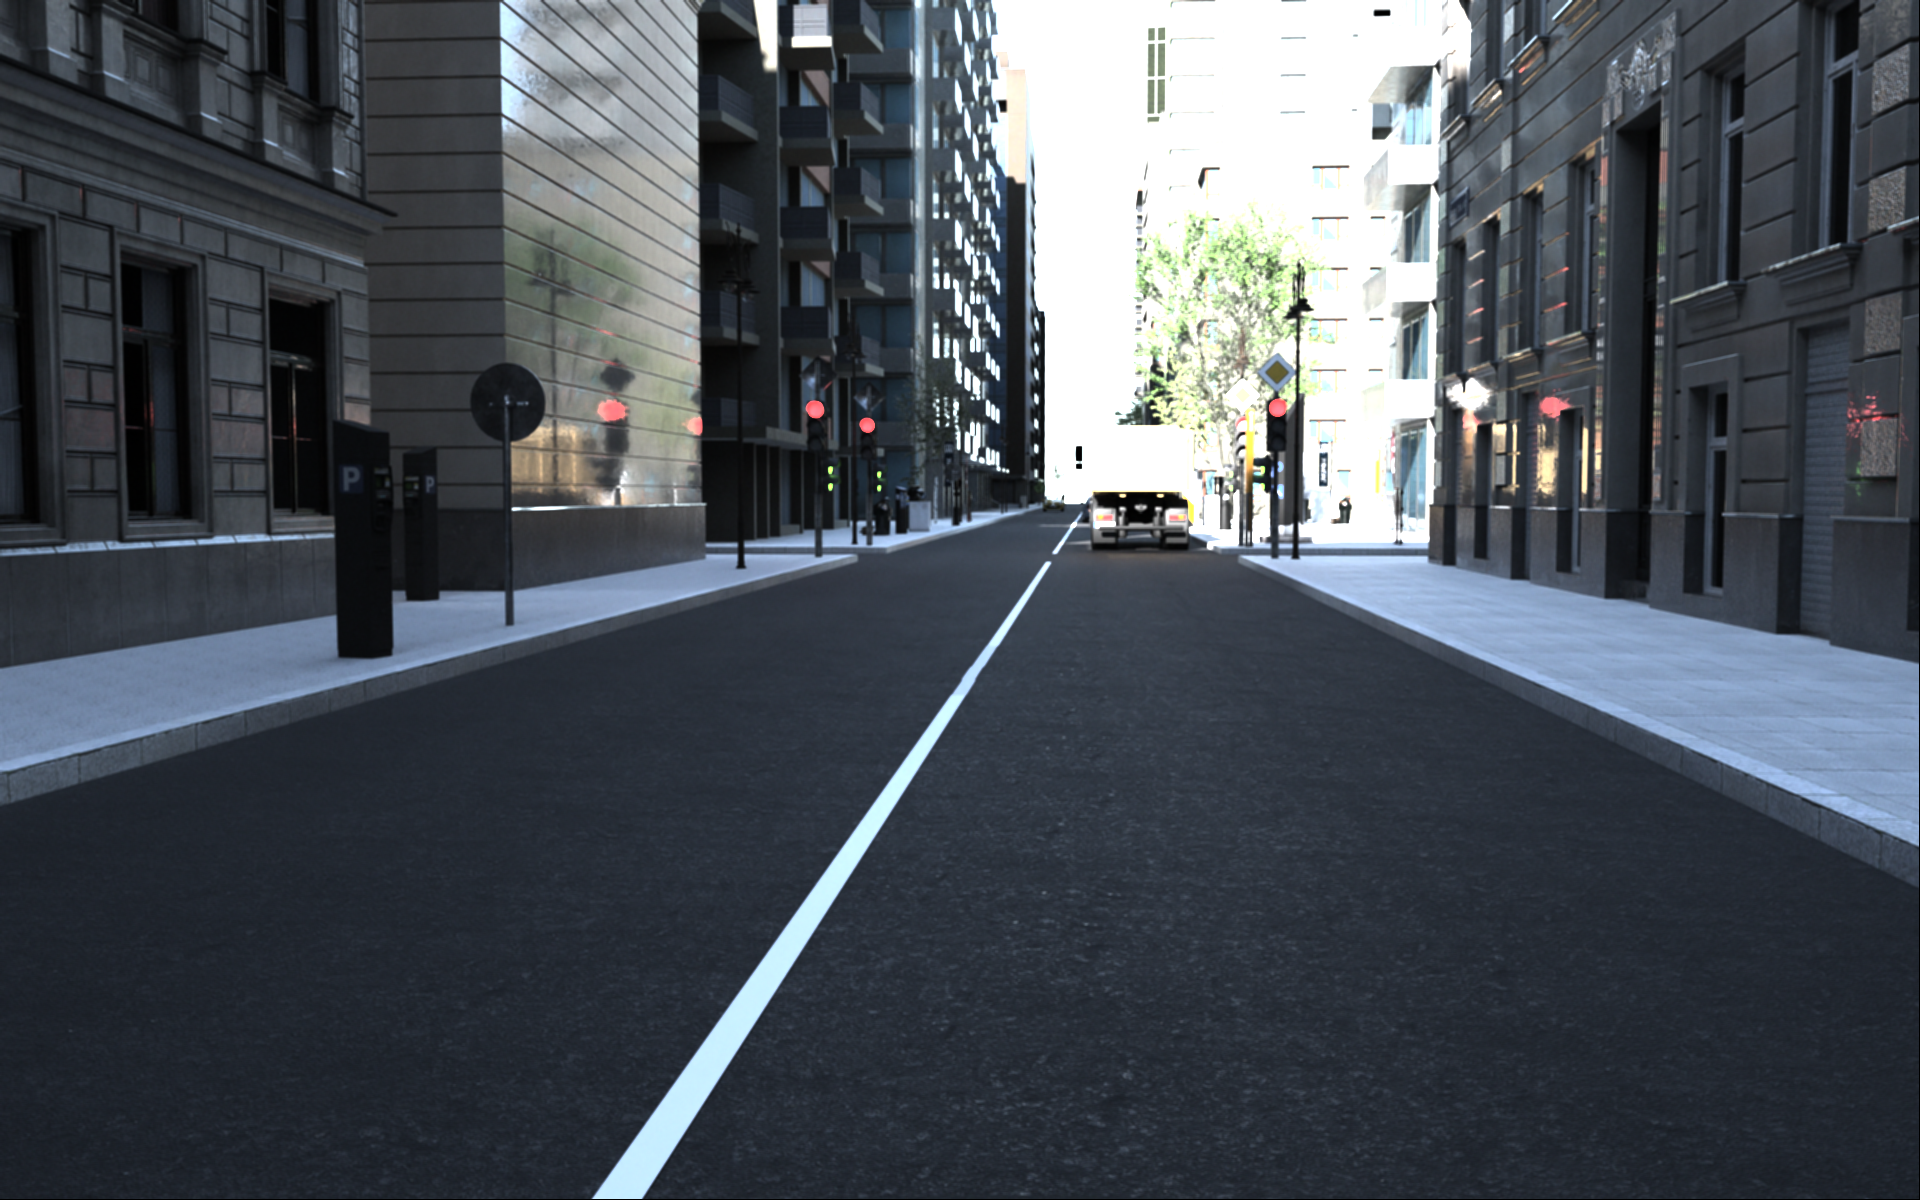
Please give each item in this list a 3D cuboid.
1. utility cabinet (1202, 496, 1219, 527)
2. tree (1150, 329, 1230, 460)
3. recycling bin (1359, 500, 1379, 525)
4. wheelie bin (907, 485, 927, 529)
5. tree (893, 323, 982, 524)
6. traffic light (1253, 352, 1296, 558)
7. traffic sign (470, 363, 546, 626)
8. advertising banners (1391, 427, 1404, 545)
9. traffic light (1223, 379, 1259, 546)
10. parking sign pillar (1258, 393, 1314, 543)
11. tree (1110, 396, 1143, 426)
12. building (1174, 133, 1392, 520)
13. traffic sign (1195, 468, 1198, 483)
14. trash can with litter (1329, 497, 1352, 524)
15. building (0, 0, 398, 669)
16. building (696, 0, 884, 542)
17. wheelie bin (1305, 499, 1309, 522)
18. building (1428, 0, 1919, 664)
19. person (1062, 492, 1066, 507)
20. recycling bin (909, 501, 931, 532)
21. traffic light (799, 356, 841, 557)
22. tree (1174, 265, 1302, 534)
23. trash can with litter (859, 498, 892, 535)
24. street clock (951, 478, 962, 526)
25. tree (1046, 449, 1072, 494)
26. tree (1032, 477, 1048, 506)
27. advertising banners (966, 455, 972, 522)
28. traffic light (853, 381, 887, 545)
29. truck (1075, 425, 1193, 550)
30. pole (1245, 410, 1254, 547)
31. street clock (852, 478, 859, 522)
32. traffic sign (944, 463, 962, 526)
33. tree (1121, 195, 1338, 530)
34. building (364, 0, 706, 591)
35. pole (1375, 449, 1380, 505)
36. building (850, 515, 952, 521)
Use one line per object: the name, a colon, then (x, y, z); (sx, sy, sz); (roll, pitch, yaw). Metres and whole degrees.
utility cabinet: (10.121, -3.521, 68.732); (1.020, 1.237, 0.306); (-1, 4, -22)
tree: (10.391, -7.808, 78.021); (4.737, 8.622, 4.395); (0, 3, 0)
recycling bin: (16.819, -3.585, 71.175); (0.722, 1.027, 0.722); (1, 4, 19)
wheelie bin: (-1.642, -3.423, 63.877); (0.693, 1.594, 0.980); (2, 4, 28)
tree: (-1.064, -7.646, 75.367); (4.360, 8.622, 3.978); (0, 3, 0)
traffic light: (6.271, -2.787, 34.489); (0.839, 4.253, 0.868); (0, 4, 4)
traffic sign: (-4.400, -1.024, 16.845); (0.768, 2.556, 0.104); (1, 4, 9)
advertising banners: (11.192, -2.947, 44.364); (0.090, 3.025, 2.074); (0, 4, 7)
traffic light: (6.890, -3.274, 42.450); (0.839, 4.253, 0.868); (0, 4, 4)
parking sign pillar: (8.629, -3.501, 45.713); (1.447, 3.967, 1.447); (2, 4, 34)
tree: (20.216, -17.281, 200.673); (7.486, 12.596, 7.792); (0, 3, 0)
building: (26.924, -15.584, 99.831); (27.650, 21.520, 28.899); (0, 4, 4)
traffic sign: (8.935, -3.982, 67.231); (0.606, 2.300, 0.079); (1, 4, 13)
trash can with litter: (16.137, -3.803, 73.571); (0.624, 1.170, 1.055); (-3, 4, -38)
building: (-11.901, -8.923, 10.522); (10.561, 19.102, 19.286); (0, 4, 4)
building: (-14.474, -24.671, 58.002); (22.147, 44.769, 28.867); (0, 4, 4)
wheelie bin: (15.882, -4.462, 80.862); (0.693, 1.594, 0.980); (-2, 4, -31)
building: (13.438, -13.565, 19.058); (12.463, 27.353, 25.104); (0, 4, 4)
person: (11.111, -10.751, 185.746); (0.415, 1.643, 0.593); (2, 4, 29)
recycling bin: (-1.377, -2.874, 59.544); (0.722, 1.027, 0.722); (0, 4, 4)
traffic light: (-2.864, -2.829, 35.181); (0.839, 4.253, 0.868); (0, 4, 4)
tree: (8.869, -6.416, 55.260); (4.360, 8.622, 3.978); (0, 3, 0)
trash can with litter: (-2.641, -2.598, 53.863); (1.055, 1.170, 0.624); (2, 4, 25)
street clock: (-0.150, -4.035, 70.536); (0.358, 2.002, 0.471); (2, 4, 32)
tree: (15.541, -19.977, 276.987); (4.737, 8.622, 4.395); (0, 3, 0)
tree: (9.091, -12.228, 194.522); (1.663, 3.219, 1.824); (0, 3, 0)
advertising banners: (0.389, -5.058, 78.882); (0.090, 3.025, 2.074); (0, 4, 7)
traffic light: (-2.245, -3.316, 43.142); (0.839, 4.253, 0.868); (0, 4, 4)
truck: (4.888, -3.189, 48.057); (3.469, 3.379, 9.791); (0, 4, 4)
pole: (7.003, -2.939, 41.902); (0.158, 3.312, 0.155); (0, 3, 0)
street clock: (-4.820, -4.614, 80.004); (0.358, 2.002, 0.471); (0, 4, 4)
traffic sign: (-0.294, -4.271, 69.929); (0.768, 2.556, 0.104); (1, 4, 10)
tree: (9.480, -8.313, 61.666); (9.928, 11.665, 9.643); (0, 3, 0)
building: (-17.543, -14.157, 28.733); (25.104, 27.353, 12.463); (0, 4, 4)
pole: (18.929, -5.179, 78.520); (0.158, 3.312, 0.155); (0, 3, 0)
building: (-10.655, -29.093, 95.280); (23.786, 49.044, 30.456); (0, 4, 4)
